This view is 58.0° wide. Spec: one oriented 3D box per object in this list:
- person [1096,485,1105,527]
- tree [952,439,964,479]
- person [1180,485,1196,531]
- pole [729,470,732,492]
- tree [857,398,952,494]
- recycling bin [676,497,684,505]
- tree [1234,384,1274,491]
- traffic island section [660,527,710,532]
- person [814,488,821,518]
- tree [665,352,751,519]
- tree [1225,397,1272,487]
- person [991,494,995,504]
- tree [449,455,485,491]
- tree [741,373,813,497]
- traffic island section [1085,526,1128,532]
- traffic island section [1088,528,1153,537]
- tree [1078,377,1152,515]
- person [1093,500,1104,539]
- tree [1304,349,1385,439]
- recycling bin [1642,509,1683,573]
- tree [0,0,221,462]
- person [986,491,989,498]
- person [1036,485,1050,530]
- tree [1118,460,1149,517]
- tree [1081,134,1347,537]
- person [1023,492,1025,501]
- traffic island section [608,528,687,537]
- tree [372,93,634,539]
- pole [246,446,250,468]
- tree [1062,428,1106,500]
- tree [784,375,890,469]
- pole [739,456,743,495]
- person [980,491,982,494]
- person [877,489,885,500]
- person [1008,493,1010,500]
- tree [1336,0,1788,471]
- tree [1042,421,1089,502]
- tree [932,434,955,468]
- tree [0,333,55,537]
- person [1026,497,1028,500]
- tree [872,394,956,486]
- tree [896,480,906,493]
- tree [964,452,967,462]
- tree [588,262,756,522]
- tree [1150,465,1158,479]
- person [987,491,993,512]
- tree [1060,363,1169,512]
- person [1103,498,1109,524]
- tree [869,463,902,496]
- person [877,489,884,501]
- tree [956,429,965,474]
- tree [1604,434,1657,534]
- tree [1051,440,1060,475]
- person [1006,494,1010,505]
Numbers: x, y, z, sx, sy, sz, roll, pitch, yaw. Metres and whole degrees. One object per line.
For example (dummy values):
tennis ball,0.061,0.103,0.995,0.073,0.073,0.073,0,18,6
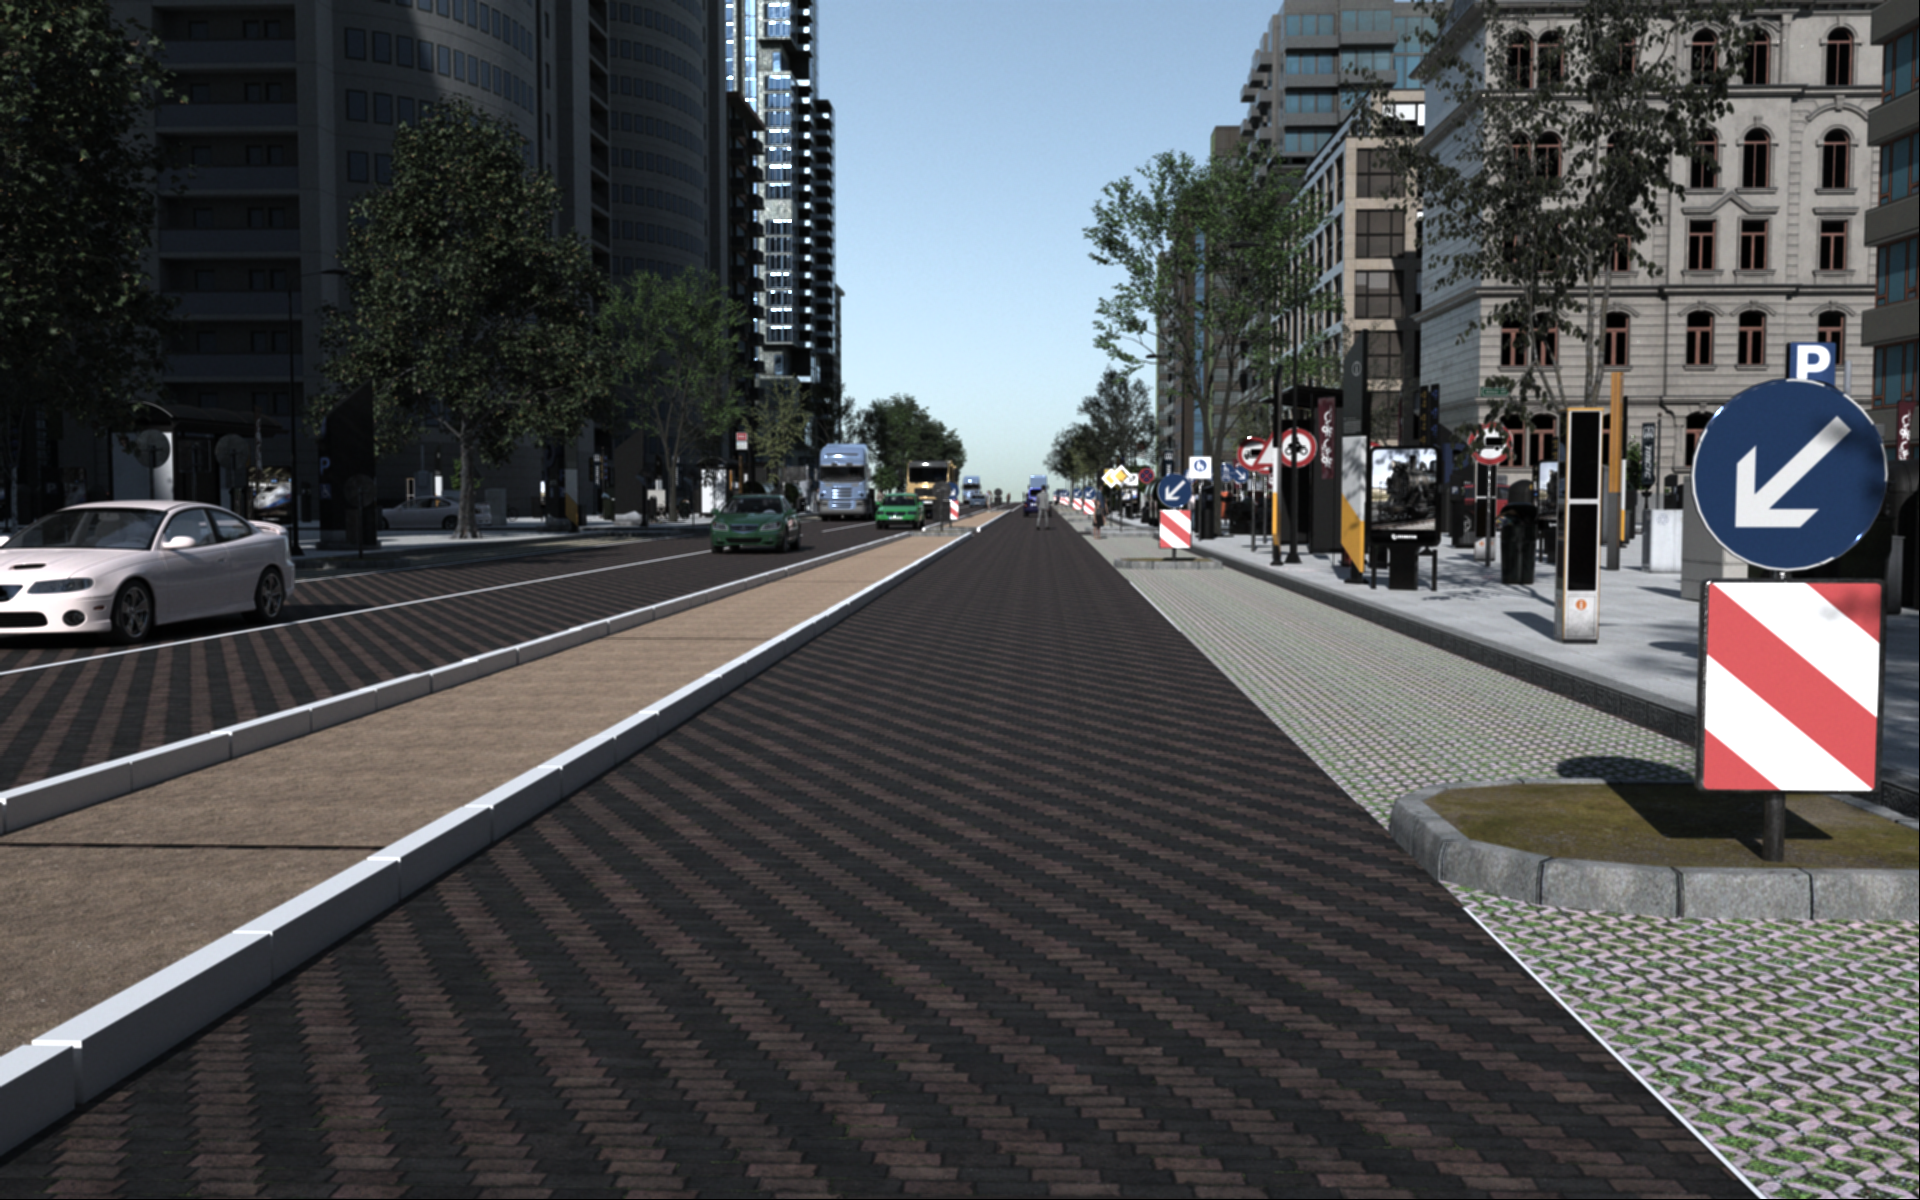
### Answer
person,5.725,-3.783,70.542,0.419,1.800,0.721,-1,4,-8
tree,-5.678,-19.119,238.352,9.928,11.665,9.643,0,3,0
person,8.071,-3.162,60.875,0.731,1.740,0.598,0,4,5
pole,-17.461,-8.450,131.995,0.158,3.312,0.155,0,3,0
tree,-7.739,-16.031,187.867,9.928,11.665,9.643,0,3,0
recycling bin,-21.265,-7.242,130.964,0.722,1.027,0.722,-3,5,-42
tree,19.804,-9.860,111.577,4.360,8.622,3.978,0,3,0
traffic island section,-10.390,-2.757,67.359,2.009,0.180,2.903,0,4,3
person,-8.472,-5.829,104.206,0.661,1.777,0.834,1,4,21
tree,-12.887,-8.481,89.019,4.360,8.622,3.978,0,3,0
tree,21.887,-11.043,130.919,4.737,8.622,4.395,0,3,0
person,4.694,-15.461,261.989,1.217,1.736,0.721,-1,4,-12
tree,-22.606,-5.126,78.416,1.663,3.219,1.824,0,3,0
tree,-10.909,-9.446,104.798,4.737,8.622,4.395,0,3,0
traffic island section,5.834,-2.712,66.616,2.009,0.180,2.903,0,4,3
traffic island section,5.470,-2.224,58.639,2.009,0.180,2.903,0,4,3
tree,9.940,-9.562,106.694,4.360,8.622,3.978,0,3,0
person,4.399,-2.553,54.913,0.362,1.253,0.373,-2,4,-27
tree,19.099,-8.365,87.128,4.737,8.622,4.395,0,3,0
recycling bin,11.608,-0.966,28.342,0.722,1.027,0.722,1,4,10
tree,-15.112,-6.559,24.250,9.611,12.733,9.660,0,3,0
person,3.740,-13.384,227.192,0.599,1.838,0.709,-1,4,-19
person,3.317,-3.711,69.443,0.678,1.792,0.850,2,4,29
tree,9.345,-6.165,95.404,1.663,3.219,1.824,0,3,0
tree,7.577,-7.697,51.598,9.928,11.665,9.643,0,3,0
person,10.434,-16.617,281.009,0.721,1.723,1.217,0,4,1
traffic island section,-10.755,-2.269,59.382,2.009,0.180,2.903,0,4,3
tree,-14.177,-8.128,49.896,9.611,12.733,9.660,0,3,0
pole,-29.969,-4.839,72.964,0.158,3.312,0.155,0,3,0
tree,13.799,-14.476,187.037,4.737,8.622,4.395,0,3,0
tree,-9.616,-12.259,134.852,8.767,10.594,7.601,0,4,-6
pole,-11.659,-6.014,92.167,0.158,3.312,0.155,0,3,0
person,2.904,-14.166,240.106,0.705,1.826,1.348,-1,4,-21
person,-6.525,-8.337,144.770,1.348,1.831,0.705,3,5,43
person,7.781,-16.032,272.096,0.415,1.643,0.593,-1,4,-16
tree,6.412,-4.149,18.201,4.360,8.622,3.978,0,3,0
tree,18.854,-23.223,290.072,12.009,13.543,11.850,0,3,0
tree,-3.885,-20.485,269.346,7.601,10.594,8.767,-1,4,-11
tree,-26.641,-5.991,48.323,4.360,8.622,3.978,0,3,0
person,10.342,-15.717,266.945,0.415,1.643,0.593,2,4,26
tree,-6.412,-18.974,216.872,9.857,13.997,8.962,0,3,0
tree,-6.881,-12.901,205.530,1.663,3.219,1.824,0,3,0
tree,-2.345,-23.036,302.397,9.928,11.665,9.643,0,3,0
tree,-13.125,-9.348,78.596,9.928,11.665,9.643,0,3,0
tree,10.541,-6.414,99.471,1.663,3.219,1.824,0,3,0
person,2.320,-7.751,136.227,0.522,1.701,0.512,-2,4,-24
tree,11.397,-11.579,123.733,7.601,10.594,8.767,0,4,7
person,6.838,-4.159,81.161,0.373,1.253,0.362,0,4,-6
tree,-7.765,-11.981,179.606,4.285,4.588,4.351,0,3,0
person,-5.671,-7.033,123.834,0.599,1.781,0.374,0,4,-6
tree,-3.419,-23.467,290.339,9.857,13.997,8.962,0,3,0
tree,21.742,-3.748,55.887,1.663,3.219,1.824,0,3,0
tree,16.700,-18.108,230.470,7.601,10.594,8.767,1,4,20
person,6.513,-13.712,235.957,1.065,1.426,0.557,3,5,45
